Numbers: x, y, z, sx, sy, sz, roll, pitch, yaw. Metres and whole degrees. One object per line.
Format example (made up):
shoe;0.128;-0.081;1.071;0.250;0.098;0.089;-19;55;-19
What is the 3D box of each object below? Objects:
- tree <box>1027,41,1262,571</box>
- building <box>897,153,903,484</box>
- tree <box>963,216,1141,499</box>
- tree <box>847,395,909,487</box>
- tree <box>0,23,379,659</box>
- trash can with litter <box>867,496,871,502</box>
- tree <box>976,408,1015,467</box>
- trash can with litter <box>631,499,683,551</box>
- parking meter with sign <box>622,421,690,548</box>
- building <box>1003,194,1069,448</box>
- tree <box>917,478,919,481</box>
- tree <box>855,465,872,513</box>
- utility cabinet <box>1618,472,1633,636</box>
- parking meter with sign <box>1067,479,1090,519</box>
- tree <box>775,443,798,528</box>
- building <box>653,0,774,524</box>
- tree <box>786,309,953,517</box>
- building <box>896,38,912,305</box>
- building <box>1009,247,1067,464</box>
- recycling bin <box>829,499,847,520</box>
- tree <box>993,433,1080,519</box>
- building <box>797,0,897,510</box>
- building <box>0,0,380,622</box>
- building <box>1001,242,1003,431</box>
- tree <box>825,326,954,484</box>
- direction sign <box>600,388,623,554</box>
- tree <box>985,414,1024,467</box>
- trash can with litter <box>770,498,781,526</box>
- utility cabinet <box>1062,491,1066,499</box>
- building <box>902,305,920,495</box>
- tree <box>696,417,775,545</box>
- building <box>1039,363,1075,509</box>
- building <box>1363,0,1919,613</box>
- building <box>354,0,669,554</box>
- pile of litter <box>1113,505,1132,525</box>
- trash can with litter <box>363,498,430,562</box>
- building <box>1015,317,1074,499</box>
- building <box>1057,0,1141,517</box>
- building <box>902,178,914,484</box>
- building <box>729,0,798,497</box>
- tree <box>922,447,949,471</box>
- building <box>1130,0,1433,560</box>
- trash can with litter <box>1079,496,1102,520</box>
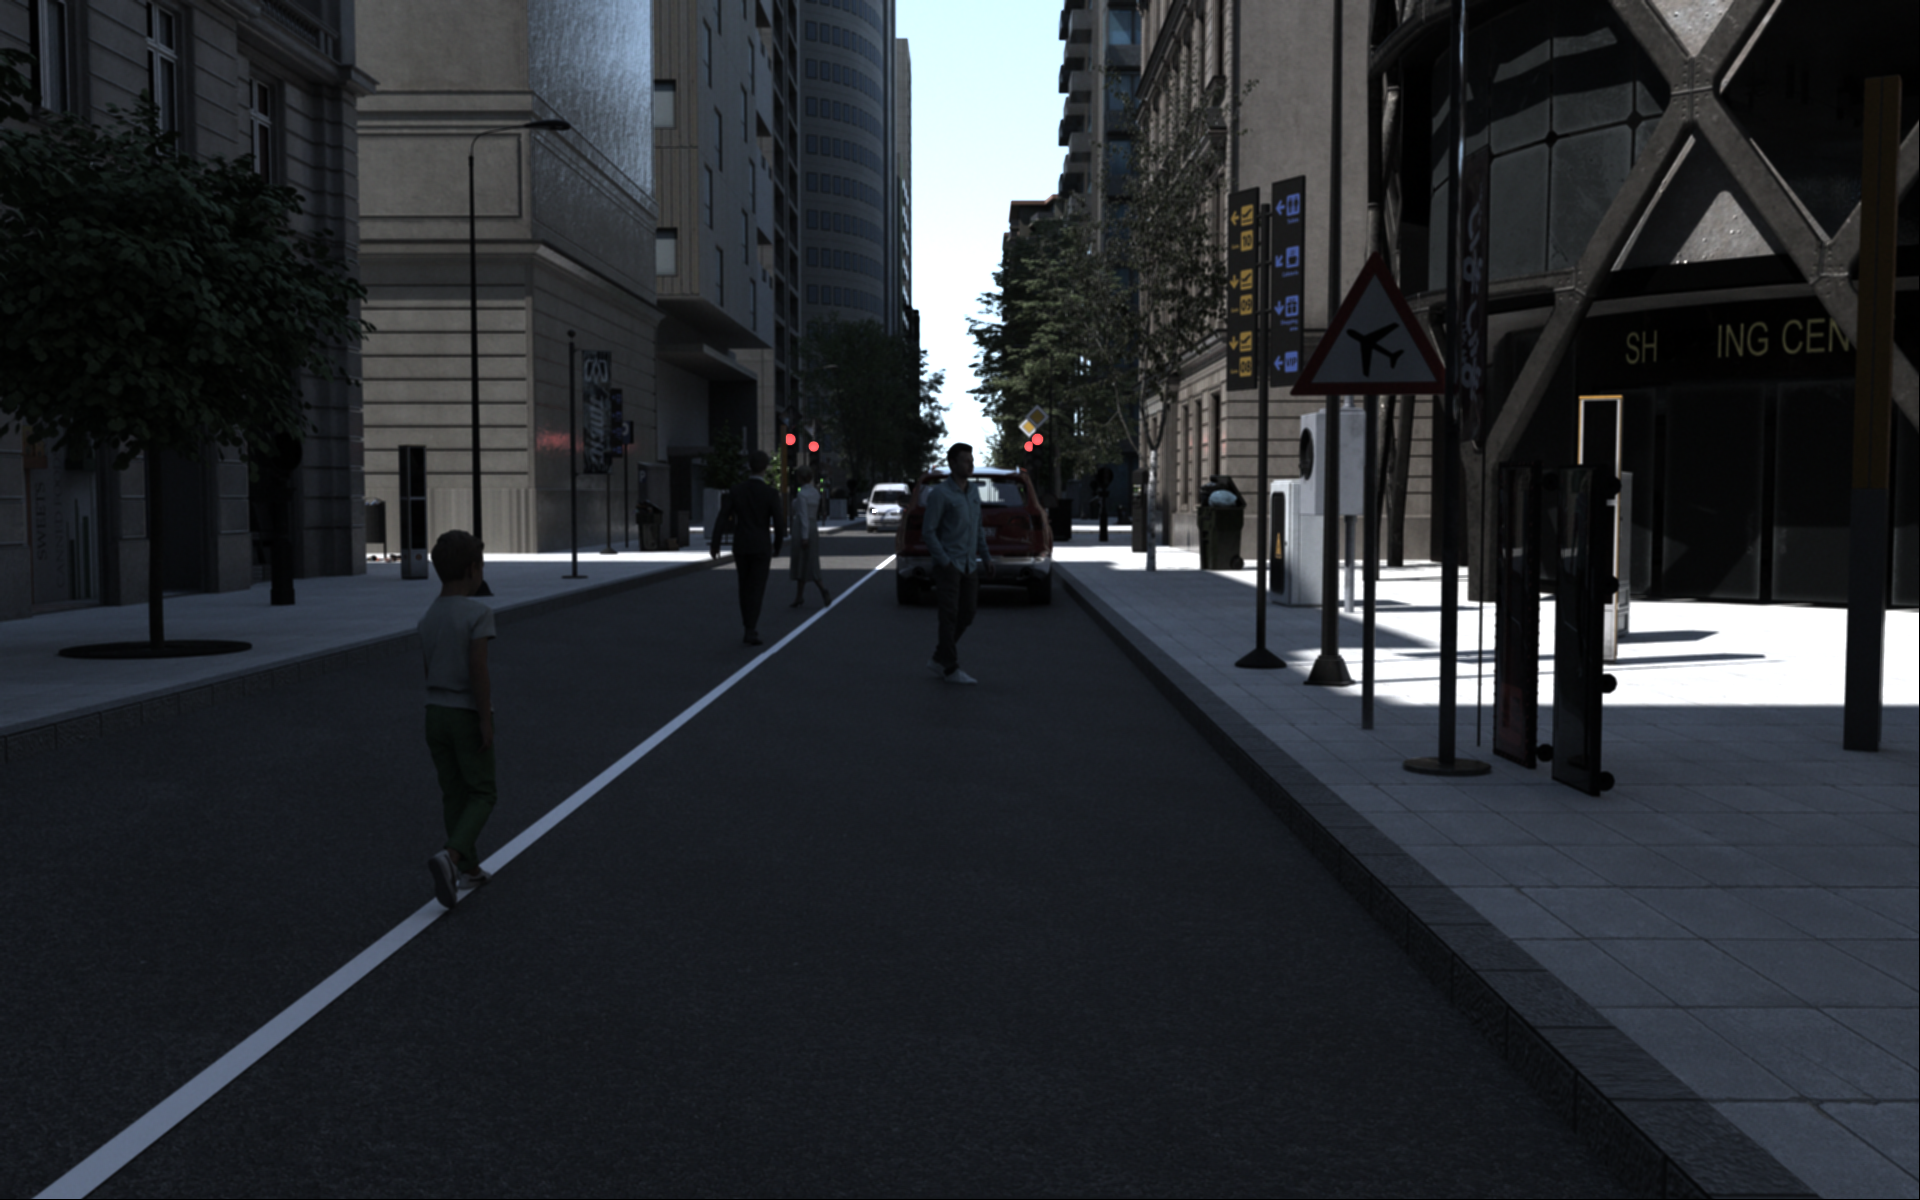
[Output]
tree;3.180;-4.806;28.940;4.360;8.622;3.978;0;3;0
building;-13.983;-31.690;201.722;14.154;41.232;14.086;0;4;0
tree;3.617;-9.383;71.533;7.486;12.596;7.792;0;3;0
tree;-5.785;-10.518;122.334;4.737;8.622;4.395;0;3;0
tree;-6.499;-1.850;13.960;4.285;4.588;4.351;0;3;0
trash can with litter;-6.797;-7.712;137.471;1.055;1.170;0.624;-1;4;-18
tree;3.634;-11.758;142.610;4.737;8.622;4.395;0;3;0
trash can with litter;-6.814;-1.687;38.975;1.055;1.170;0.624;-3;5;-43
parking meter with sign;-7.382;-2.794;41.941;1.738;3.016;0.543;-3;5;-44
building;18.041;-36.567;252.488;22.147;44.769;28.867;0;4;0
tree;-4.019;-16.476;253.098;4.285;4.588;4.351;0;3;0
tree;-6.782;-7.508;117.358;1.663;3.219;1.824;0;3;0
utility cabinet;5.632;-0.401;15.238;0.318;1.500;1.173;2;4;33
parking meter with sign;5.958;-5.751;90.292;1.738;3.016;0.543;1;4;18
tree;-6.891;-4.343;65.605;1.663;3.219;1.824;0;3;0
building;-22.953;-29.788;76.269;28.713;52.752;27.495;0;4;0
tree;-5.910;-10.473;96.985;9.928;11.665;9.643;0;3;0
building;-15.852;-51.320;277.337;20.563;71.187;20.611;0;4;0
building;13.315;-26.417;203.623;14.160;30.474;14.107;0;4;0
recycling bin;-6.162;-4.588;87.561;0.722;1.027;0.722;1;4;18
tree;4.169;-5.992;81.677;4.285;4.588;4.351;0;3;0
building;-17.681;-38.998;179.610;21.231;58.520;28.212;0;4;0
building;-15.489;-10.634;15.674;13.314;21.916;24.055;0;4;0
building;17.787;-38.366;281.906;22.147;44.769;28.867;0;4;0
tree;-5.592;-13.695;130.566;9.857;13.997;8.962;0;3;0
direction sign;-7.532;-2.754;37.031;0.379;3.537;0.876;2;4;34
tree;4.177;-10.950;129.393;4.360;8.622;3.978;0;3;0
trash can with litter;-7.462;-3.515;68.525;1.678;1.210;2.233;1;4;16
utility cabinet;8.409;-7.615;133.186;1.173;1.500;0.318;0;4;-3
building;-13.206;-29.900;260.567;14.160;30.474;14.107;0;4;0
tree;-5.808;-3.017;43.934;1.663;3.219;1.824;0;3;0
building;22.829;-28.280;154.259;32.217;40.220;23.993;0;4;0
building;14.053;-9.578;24.055;16.820;18.784;16.811;0;4;0
building;-23.272;-12.886;43.962;30.059;22.955;16.112;0;4;0
pile of litter;6.978;-3.560;72.172;1.176;0.858;1.719;0;4;3
trash can with litter;-10.864;-1.339;32.955;2.233;1.210;1.678;0;4;8
building;19.980;-20.632;182.376;27.650;21.520;28.899;0;4;0
building;17.587;-29.846;107.590;23.786;49.044;30.456;0;4;0
building;-18.534;-37.810;237.805;23.786;49.044;30.456;0;4;0
building;-18.859;-41.133;110.773;20.563;71.187;20.611;0;4;0
tree;-4.980;-22.158;296.686;8.767;10.594;7.601;-2;4;-24
building;9.834;-10.854;42.096;10.561;19.102;19.286;0;4;0
trash can with litter;6.530;-4.613;86.804;1.055;1.170;0.624;-1;4;-12
